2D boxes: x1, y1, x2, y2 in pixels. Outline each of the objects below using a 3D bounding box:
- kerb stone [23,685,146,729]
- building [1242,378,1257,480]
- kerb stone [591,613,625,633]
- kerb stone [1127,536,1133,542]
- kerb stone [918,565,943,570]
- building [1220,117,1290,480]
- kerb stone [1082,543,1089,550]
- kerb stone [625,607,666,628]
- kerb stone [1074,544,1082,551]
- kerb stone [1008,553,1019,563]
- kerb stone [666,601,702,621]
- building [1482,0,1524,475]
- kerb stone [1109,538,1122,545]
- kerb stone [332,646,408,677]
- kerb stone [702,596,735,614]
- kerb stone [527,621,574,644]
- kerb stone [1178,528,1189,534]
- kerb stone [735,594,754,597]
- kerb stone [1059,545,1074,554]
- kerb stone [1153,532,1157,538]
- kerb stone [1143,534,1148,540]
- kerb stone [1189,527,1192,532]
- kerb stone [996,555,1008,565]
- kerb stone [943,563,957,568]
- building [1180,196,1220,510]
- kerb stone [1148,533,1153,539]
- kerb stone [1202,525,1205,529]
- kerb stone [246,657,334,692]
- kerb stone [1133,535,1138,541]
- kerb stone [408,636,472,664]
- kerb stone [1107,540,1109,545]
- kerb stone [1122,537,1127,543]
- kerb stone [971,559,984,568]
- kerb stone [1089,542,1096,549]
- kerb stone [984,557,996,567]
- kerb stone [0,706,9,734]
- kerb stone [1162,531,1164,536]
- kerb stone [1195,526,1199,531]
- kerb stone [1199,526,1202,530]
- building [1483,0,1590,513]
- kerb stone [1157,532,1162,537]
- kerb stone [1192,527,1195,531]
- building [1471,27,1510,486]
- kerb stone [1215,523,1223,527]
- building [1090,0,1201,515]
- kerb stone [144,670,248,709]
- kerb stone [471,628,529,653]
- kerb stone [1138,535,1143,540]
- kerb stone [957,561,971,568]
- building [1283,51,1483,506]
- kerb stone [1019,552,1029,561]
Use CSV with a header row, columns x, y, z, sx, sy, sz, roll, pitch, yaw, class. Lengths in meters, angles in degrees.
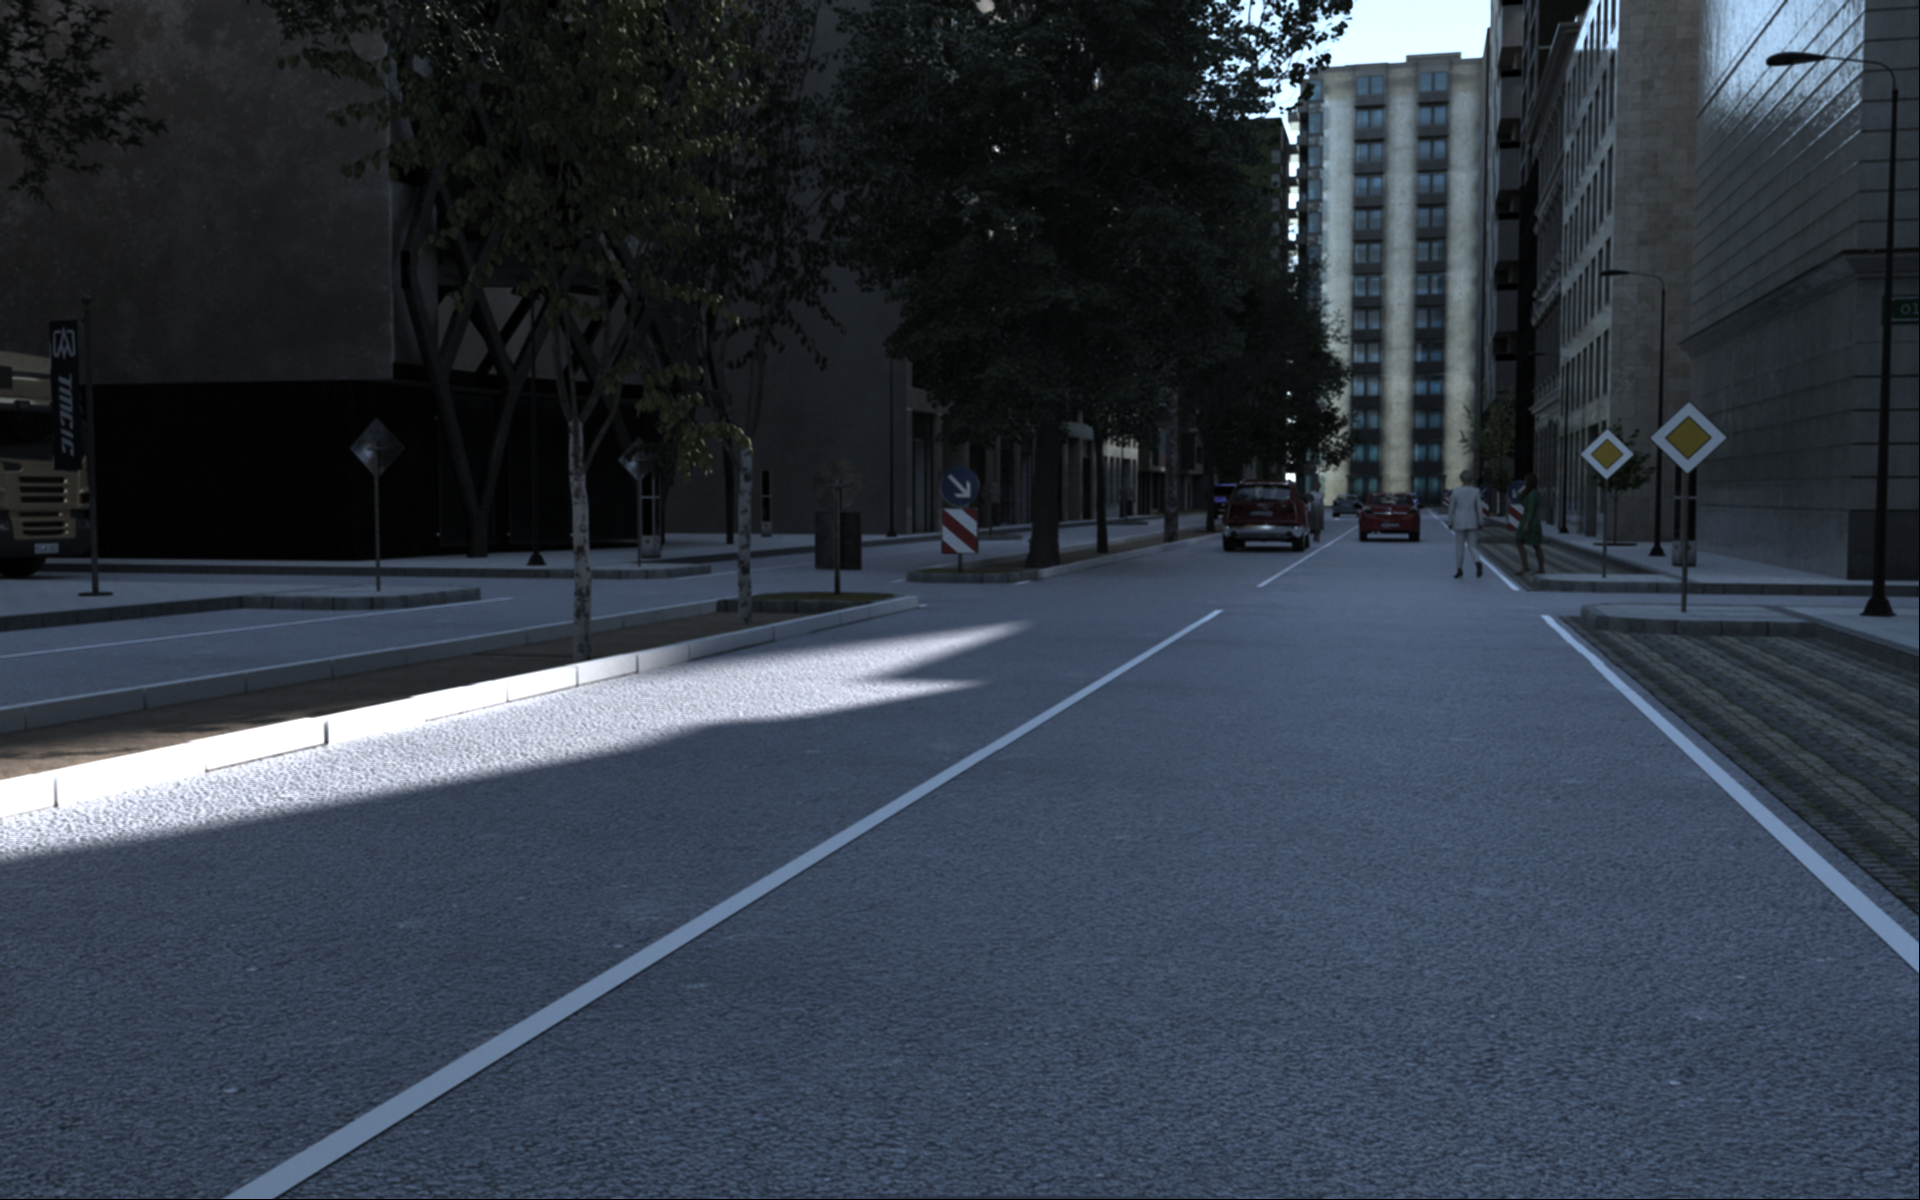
x,y,z,sx,sy,sz,roll,pitch,yaw,class
-5.581,0.686,10.980,0.120,0.150,1.000,1,4,15,kerb stone
13.225,-19.812,168.973,28.899,21.520,27.650,1,4,15,building
-3.768,0.264,17.921,0.120,0.150,1.000,1,4,15,kerb stone
4.901,-1.772,51.163,0.120,0.150,1.000,1,4,15,kerb stone
-0.539,-0.492,30.323,0.120,0.150,1.000,1,4,15,kerb stone
29.066,-31.137,192.682,14.086,41.232,14.154,1,4,15,building
3.074,-1.342,44.206,0.120,0.150,1.000,1,4,15,kerb stone
-3.503,0.201,18.911,0.120,0.150,1.000,1,4,15,kerb stone
2.818,-1.283,43.216,0.120,0.150,1.000,1,4,15,kerb stone
1.016,-0.858,36.270,0.120,0.150,1.000,1,4,15,kerb stone
-3.250,0.140,19.901,0.120,0.150,1.000,1,4,15,kerb stone
57.157,-33.701,140.250,28.713,52.752,27.495,1,4,15,building
4.380,-1.644,49.181,0.120,0.150,1.000,1,4,15,kerb stone
-4.798,0.504,13.950,0.120,0.150,1.000,1,4,15,kerb stone
-2.992,0.080,20.892,0.120,0.150,1.000,1,4,15,kerb stone
-4.028,0.322,16.932,0.120,0.150,1.000,1,4,15,kerb stone
8.248,-2.562,64.080,0.120,0.150,1.000,1,4,15,kerb stone
-2.737,0.022,21.882,0.120,0.150,1.000,1,4,15,kerb stone
2.555,-1.224,42.223,0.120,0.150,1.000,1,4,15,kerb stone
6.184,-2.075,56.124,0.120,0.150,1.000,1,4,15,kerb stone
5.663,-1.954,54.139,0.120,0.150,1.000,1,4,15,kerb stone
8.513,-2.617,65.081,0.120,0.150,1.000,1,4,15,kerb stone
0.756,-0.800,35.282,0.120,0.150,1.000,1,4,15,kerb stone
-0.282,-0.556,31.313,0.120,0.150,1.000,1,4,15,kerb stone
13.332,-22.534,140.137,14.160,30.474,14.107,1,4,15,building
5.926,-2.012,55.129,0.120,0.150,1.000,1,4,15,kerb stone
9.544,-2.864,69.047,0.120,0.150,1.000,1,4,15,kerb stone
-5.058,0.565,12.959,0.120,0.150,1.000,1,4,15,kerb stone
5.147,-1.832,52.156,0.120,0.150,1.000,1,4,15,kerb stone
-4.545,0.448,14.940,0.120,0.150,1.000,1,4,15,kerb stone
3.855,-1.526,47.185,0.120,0.150,1.000,1,4,15,kerb stone
4.626,-1.711,50.174,0.120,0.150,1.000,1,4,15,kerb stone
0.238,-0.679,33.294,0.120,0.150,1.000,1,4,15,kerb stone
3.331,-1.407,45.201,0.120,0.150,1.000,1,4,15,kerb stone
0.493,-0.738,34.284,0.120,0.150,1.000,1,4,15,kerb stone
-5.831,0.747,9.989,0.120,0.150,1.000,1,4,15,kerb stone
6.697,-2.197,58.110,0.120,0.150,1.000,1,4,15,kerb stone
9.025,-2.742,67.063,0.120,0.150,1.000,1,4,15,kerb stone
9.279,-2.801,68.054,0.120,0.150,1.000,1,4,15,kerb stone
47.034,-41.510,116.938,20.563,71.187,20.611,1,4,15,building
6.434,-2.136,57.115,0.120,0.150,1.000,1,4,15,kerb stone
8.766,-2.684,66.074,0.120,0.150,1.000,1,4,15,kerb stone
56.020,-31.343,162.575,14.600,45.320,14.200,1,4,15,building
11.345,-3.289,76.000,0.120,0.150,1.000,1,4,15,kerb stone
4.678,-28.450,119.786,22.147,44.769,28.867,1,4,15,building
-5.317,0.626,11.967,0.120,0.150,1.000,1,4,15,kerb stone
-4.292,0.387,15.944,0.120,0.150,1.000,1,4,15,kerb stone
5.410,-1.891,53.149,0.120,0.150,1.000,1,4,15,kerb stone
-0.023,-0.618,32.306,0.120,0.150,1.000,1,4,15,kerb stone
51.706,-34.949,191.021,30.456,49.044,23.786,1,4,15,building
1.265,-0.922,37.267,0.120,0.150,1.000,1,4,15,kerb stone
